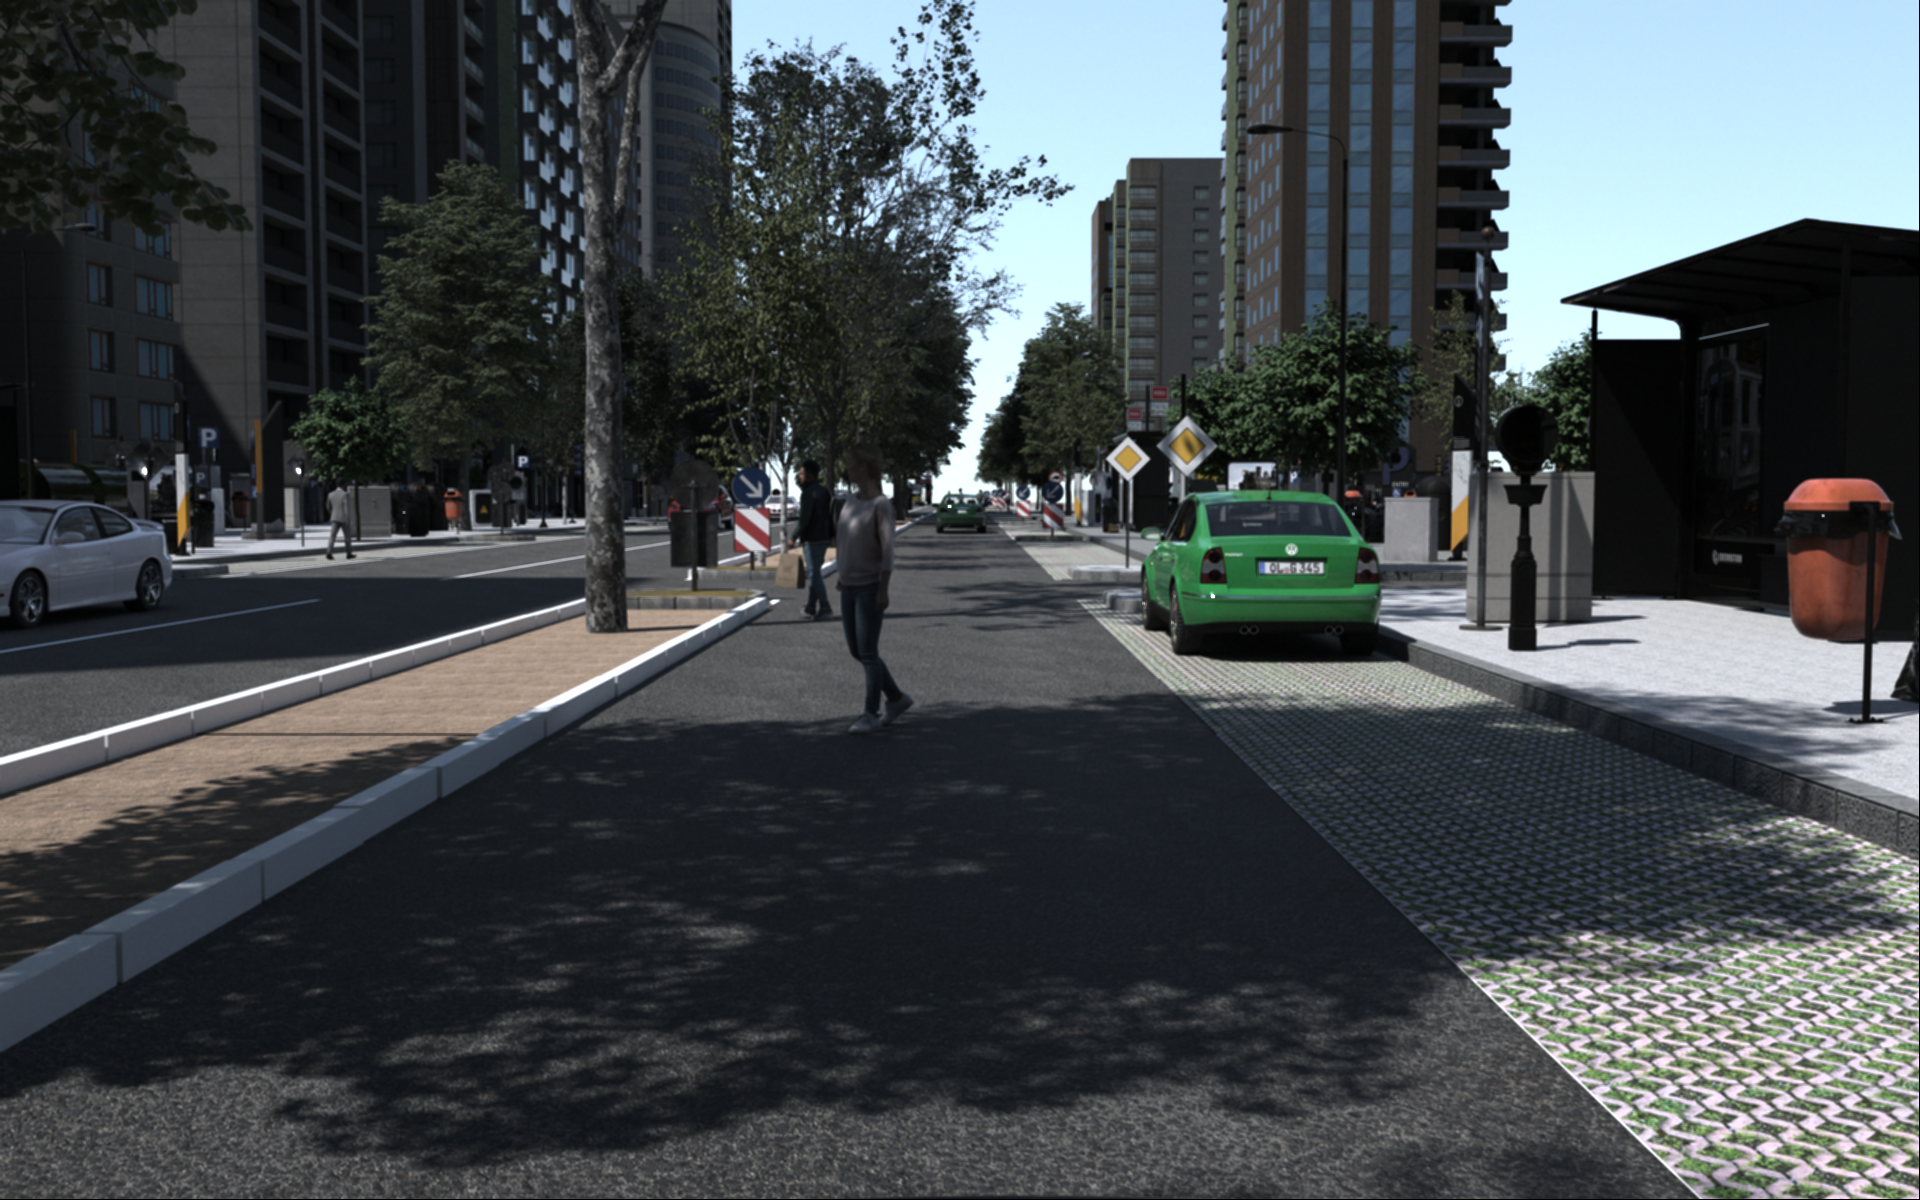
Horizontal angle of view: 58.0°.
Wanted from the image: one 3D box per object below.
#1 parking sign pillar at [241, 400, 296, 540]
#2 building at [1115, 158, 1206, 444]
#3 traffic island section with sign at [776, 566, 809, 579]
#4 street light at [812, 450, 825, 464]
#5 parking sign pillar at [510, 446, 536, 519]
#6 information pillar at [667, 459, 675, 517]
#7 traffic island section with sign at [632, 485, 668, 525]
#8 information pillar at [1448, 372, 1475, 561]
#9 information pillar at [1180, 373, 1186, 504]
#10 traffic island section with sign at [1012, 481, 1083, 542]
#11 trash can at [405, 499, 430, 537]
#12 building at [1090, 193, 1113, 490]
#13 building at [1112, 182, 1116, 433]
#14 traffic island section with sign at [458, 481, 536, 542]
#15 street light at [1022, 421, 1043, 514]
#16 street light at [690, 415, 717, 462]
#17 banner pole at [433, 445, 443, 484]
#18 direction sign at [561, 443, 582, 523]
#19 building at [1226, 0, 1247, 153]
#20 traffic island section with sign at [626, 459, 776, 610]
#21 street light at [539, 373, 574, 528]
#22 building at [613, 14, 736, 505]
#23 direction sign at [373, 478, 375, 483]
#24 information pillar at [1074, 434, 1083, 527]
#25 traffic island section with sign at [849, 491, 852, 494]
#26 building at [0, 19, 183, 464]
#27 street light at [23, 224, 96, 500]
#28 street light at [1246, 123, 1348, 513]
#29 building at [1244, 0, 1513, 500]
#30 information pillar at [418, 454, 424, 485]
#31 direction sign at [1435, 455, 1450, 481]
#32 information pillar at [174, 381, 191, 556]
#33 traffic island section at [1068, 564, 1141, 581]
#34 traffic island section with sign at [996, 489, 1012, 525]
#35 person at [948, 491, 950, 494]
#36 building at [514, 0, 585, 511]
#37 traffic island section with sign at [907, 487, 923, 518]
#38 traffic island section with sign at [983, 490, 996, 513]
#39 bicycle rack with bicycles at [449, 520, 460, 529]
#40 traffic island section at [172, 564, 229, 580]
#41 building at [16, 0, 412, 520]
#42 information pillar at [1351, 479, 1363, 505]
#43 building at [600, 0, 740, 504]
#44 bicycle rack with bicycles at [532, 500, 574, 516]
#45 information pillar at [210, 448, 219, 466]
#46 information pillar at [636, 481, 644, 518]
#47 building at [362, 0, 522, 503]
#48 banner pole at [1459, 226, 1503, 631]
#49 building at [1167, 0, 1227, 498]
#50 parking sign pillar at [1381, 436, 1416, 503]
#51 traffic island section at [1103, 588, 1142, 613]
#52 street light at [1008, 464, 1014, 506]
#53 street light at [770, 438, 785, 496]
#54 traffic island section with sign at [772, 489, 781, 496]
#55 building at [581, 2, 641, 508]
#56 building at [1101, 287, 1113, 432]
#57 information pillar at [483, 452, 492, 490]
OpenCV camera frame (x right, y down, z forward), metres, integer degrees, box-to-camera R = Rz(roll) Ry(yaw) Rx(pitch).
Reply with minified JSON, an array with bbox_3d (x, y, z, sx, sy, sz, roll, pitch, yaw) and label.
[{"bbox_3d":[-19.732,-3.721,49.311,1.447,3.967,1.447,0,4,3],"label":"parking sign pillar"},{"bbox_3d":[27.214,-32.393,213.219,14.154,41.232,14.086,0,4,0],"label":"building"},{"bbox_3d":[-3.482,-1.317,29.675,2.006,1.907,1.989,0,4,0],"label":"traffic island section with sign"},{"bbox_3d":[-14.928,-12.604,178.619,1.470,5.913,1.316,0,4,0],"label":"street light"},{"bbox_3d":[-23.162,-6.295,91.389,1.447,3.967,1.447,3,4,37],"label":"parking sign pillar"},{"bbox_3d":[-16.061,-6.417,96.265,0.504,3.616,0.183,2,4,35],"label":"information pillar"},{"bbox_3d":[-13.909,-4.336,79.519,1.989,1.847,2.006,0,4,0],"label":"traffic island section with sign"},{"bbox_3d":[9.622,-2.558,33.185,0.183,3.616,0.504,-2,4,-28],"label":"information pillar"},{"bbox_3d":[4.363,-2.599,33.848,0.183,3.616,0.504,1,4,9],"label":"information pillar"},{"bbox_3d":[2.677,-2.694,52.680,1.989,1.847,2.006,0,4,0],"label":"traffic island section with sign"},{"bbox_3d":[-16.287,-2.469,52.027,0.748,1.137,0.748,0,3,0],"label":"trash can"},{"bbox_3d":[26.782,-37.097,256.645,14.600,45.320,14.200,0,4,0],"label":"building"},{"bbox_3d":[26.879,-33.255,227.306,14.154,41.232,14.086,0,4,0],"label":"building"},{"bbox_3d":[-13.997,-2.687,52.564,1.989,1.847,2.006,0,4,0],"label":"traffic island section with sign"},{"bbox_3d":[4.640,-8.386,109.644,1.470,5.913,1.316,0,4,0],"label":"street light"},{"bbox_3d":[-15.243,-7.888,101.505,1.470,5.913,1.316,0,4,0],"label":"street light"},{"bbox_3d":[-25.906,-5.880,86.156,0.863,3.779,0.401,2,4,35],"label":"banner pole"},{"bbox_3d":[-17.152,-5.171,76.542,0.876,3.537,0.379,0,4,0],"label":"direction sign"},{"bbox_3d":[26.415,-27.165,127.746,14.154,41.232,14.086,0,4,0],"label":"building"},{"bbox_3d":[-3.519,-0.864,22.267,2.006,1.907,1.989,0,4,0],"label":"traffic island section with sign"},{"bbox_3d":[-15.362,-5.713,65.950,1.470,5.913,1.316,0,4,0],"label":"street light"},{"bbox_3d":[-40.544,-41.217,215.902,21.231,58.520,28.212,0,4,0],"label":"building"},{"bbox_3d":[-26.258,-5.237,77.616,0.379,3.537,0.876,0,4,-3],"label":"direction sign"},{"bbox_3d":[4.654,-4.694,68.094,0.183,3.616,0.504,-2,4,-25],"label":"information pillar"},{"bbox_3d":[-13.426,-12.422,211.723,1.989,1.847,2.006,0,4,0],"label":"traffic island section with sign"},{"bbox_3d":[-46.321,-13.001,57.608,27.650,21.520,28.899,0,4,0],"label":"building"},{"bbox_3d":[-15.542,-3.509,29.921,1.470,5.913,1.316,0,4,0],"label":"street light"},{"bbox_3d":[4.291,-3.017,21.873,1.470,5.913,1.316,0,4,0],"label":"street light"},{"bbox_3d":[26.762,-28.342,113.504,14.600,45.320,14.200,0,4,0],"label":"building"},{"bbox_3d":[-28.366,-6.105,91.172,0.504,3.616,0.183,3,5,42],"label":"information pillar"},{"bbox_3d":[27.955,-6.625,100.317,0.876,3.537,0.379,2,4,32],"label":"direction sign"},{"bbox_3d":[-16.081,-2.719,35.803,0.183,3.616,0.504,-3,5,-45],"label":"information pillar"},{"bbox_3d":[2.918,-0.472,29.991,2.009,0.180,2.903,0,4,0],"label":"traffic island section"},{"bbox_3d":[2.782,-4.356,79.847,1.989,1.847,2.006,0,4,0],"label":"traffic island section with sign"},{"bbox_3d":[-1.233,-11.885,202.752,0.705,1.831,1.348,3,5,44],"label":"person"},{"bbox_3d":[-41.712,-31.479,134.287,23.786,49.044,30.456,0,4,0],"label":"building"},{"bbox_3d":[-3.219,-5.913,104.813,2.006,1.907,1.989,0,4,0],"label":"traffic island section with sign"},{"bbox_3d":[2.948,-7.419,129.930,1.989,1.847,2.006,0,4,0],"label":"traffic island section with sign"},{"bbox_3d":[-19.440,-3.089,63.882,2.852,0.926,2.925,0,4,7],"label":"bicycle rack with bicycles"},{"bbox_3d":[-14.073,-0.476,30.057,2.009,0.180,2.903,0,4,0],"label":"traffic island section"},{"bbox_3d":[-40.379,-39.787,88.764,20.563,71.187,20.611,0,4,0],"label":"building"},{"bbox_3d":[13.313,-3.276,58.058,0.304,2.012,0.304,-1,4,-13],"label":"information pillar"},{"bbox_3d":[-39.976,-49.041,240.067,20.563,71.187,20.611,0,4,0],"label":"building"},{"bbox_3d":[-24.589,-5.489,103.127,2.925,0.926,2.852,0,4,-4],"label":"bicycle rack with bicycles"},{"bbox_3d":[-32.430,-5.130,75.224,0.183,3.616,0.504,3,5,40],"label":"information pillar"},{"bbox_3d":[-17.346,-5.465,93.836,0.304,2.012,0.304,-3,4,-36],"label":"information pillar"},{"bbox_3d":[-37.222,-26.203,112.017,14.154,41.232,14.086,0,4,0],"label":"building"},{"bbox_3d":[4.841,-1.596,16.110,0.401,3.779,0.863,2,4,26],"label":"banner pole"},{"bbox_3d":[31.038,-51.176,149.399,22.319,86.520,31.000,0,4,0],"label":"building"},{"bbox_3d":[17.700,-4.979,69.885,1.447,3.967,1.447,3,4,36],"label":"parking sign pillar"},{"bbox_3d":[2.889,0.017,22.006,2.009,0.180,2.903,0,4,0],"label":"traffic island section"},{"bbox_3d":[4.710,-10.603,145.894,1.470,5.913,1.316,0,4,0],"label":"street light"},{"bbox_3d":[-15.101,-10.411,142.755,1.470,5.913,1.316,0,4,0],"label":"street light"},{"bbox_3d":[-13.712,-7.391,129.470,1.989,1.847,2.006,0,4,0],"label":"traffic island section with sign"},{"bbox_3d":[-37.327,-30.982,156.671,14.600,45.320,14.200,0,4,0],"label":"building"},{"bbox_3d":[26.503,-28.757,241.883,14.160,30.474,14.107,0,4,0],"label":"building"},{"bbox_3d":[-25.884,-6.334,94.922,0.504,3.616,0.183,-1,4,-20],"label":"information pillar"}]
